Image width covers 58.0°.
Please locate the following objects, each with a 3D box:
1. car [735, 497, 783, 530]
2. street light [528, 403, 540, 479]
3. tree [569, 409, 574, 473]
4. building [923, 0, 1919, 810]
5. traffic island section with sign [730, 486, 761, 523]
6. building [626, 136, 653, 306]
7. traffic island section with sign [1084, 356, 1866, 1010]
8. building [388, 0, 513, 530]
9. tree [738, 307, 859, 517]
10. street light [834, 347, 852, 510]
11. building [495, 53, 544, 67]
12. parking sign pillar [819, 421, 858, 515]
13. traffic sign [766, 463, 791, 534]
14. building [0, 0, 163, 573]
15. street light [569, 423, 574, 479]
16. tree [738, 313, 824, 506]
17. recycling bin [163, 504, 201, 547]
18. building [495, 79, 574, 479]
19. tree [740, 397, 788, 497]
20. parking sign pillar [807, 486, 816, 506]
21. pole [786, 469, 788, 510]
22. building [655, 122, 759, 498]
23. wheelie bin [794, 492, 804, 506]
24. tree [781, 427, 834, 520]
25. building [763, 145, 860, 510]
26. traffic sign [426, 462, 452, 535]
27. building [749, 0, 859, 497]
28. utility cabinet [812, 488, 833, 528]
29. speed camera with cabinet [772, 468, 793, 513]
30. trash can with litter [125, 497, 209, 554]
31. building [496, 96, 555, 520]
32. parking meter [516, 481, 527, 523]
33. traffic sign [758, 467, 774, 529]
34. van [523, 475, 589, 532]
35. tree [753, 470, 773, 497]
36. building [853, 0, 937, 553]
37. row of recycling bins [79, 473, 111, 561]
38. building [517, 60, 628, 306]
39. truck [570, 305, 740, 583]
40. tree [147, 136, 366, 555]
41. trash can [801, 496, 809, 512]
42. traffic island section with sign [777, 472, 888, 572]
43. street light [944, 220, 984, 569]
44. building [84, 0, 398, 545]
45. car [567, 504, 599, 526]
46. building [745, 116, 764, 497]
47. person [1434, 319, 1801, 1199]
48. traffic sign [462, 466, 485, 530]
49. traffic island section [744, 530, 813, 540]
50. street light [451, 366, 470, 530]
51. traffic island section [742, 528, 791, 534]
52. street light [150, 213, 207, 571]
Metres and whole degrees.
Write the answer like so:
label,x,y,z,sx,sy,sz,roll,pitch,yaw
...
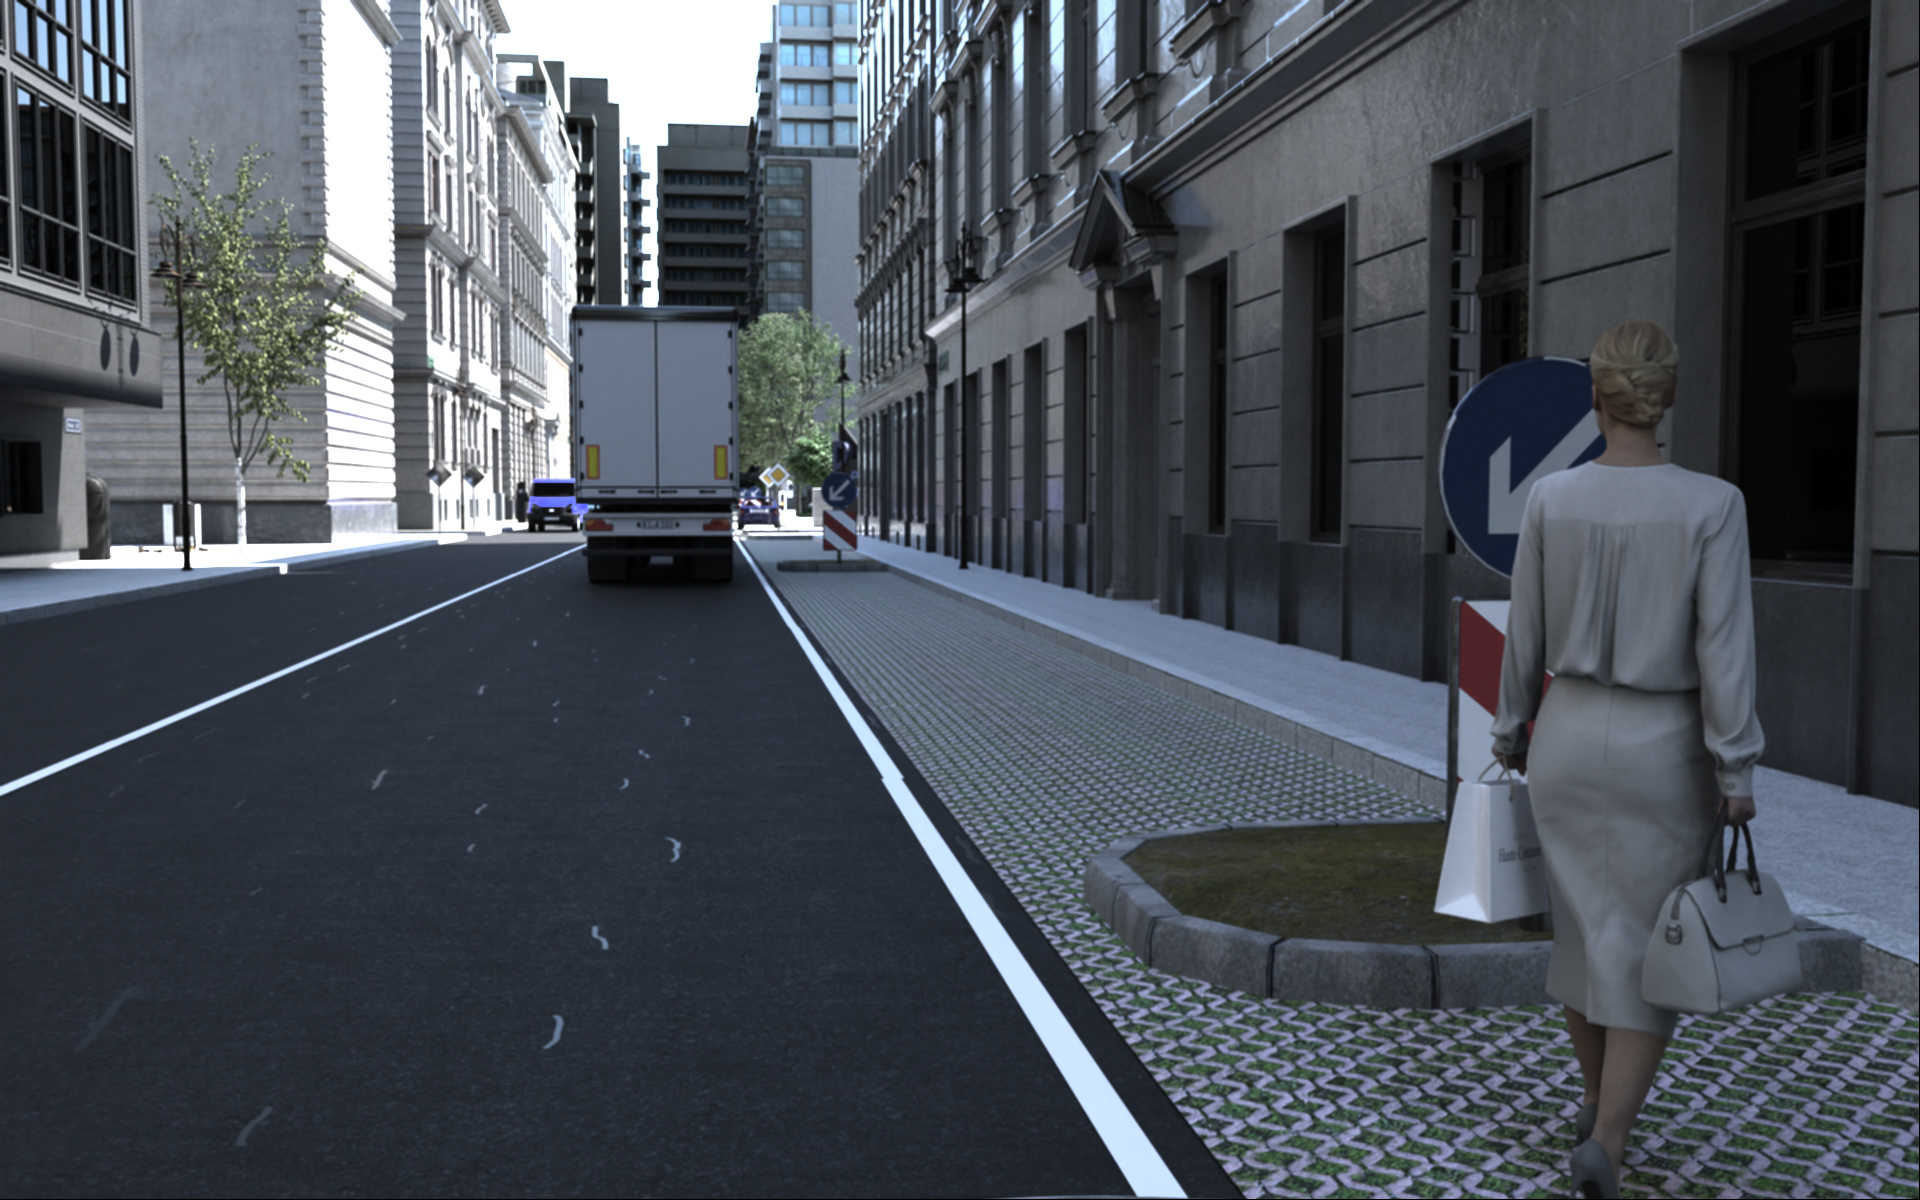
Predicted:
label,x,y,z,sx,sy,sz,roll,pitch,yaw
car,-8.103,-3.505,69.879,1.945,1.354,3.894,0,4,-7
street light,-21.558,-7.029,87.713,0.468,5.910,1.993,-1,4,-8
tree,-28.944,-11.171,133.009,4.360,8.622,3.978,0,3,0
building,10.383,-14.669,16.250,17.030,29.872,44.131,-1,4,-8
traffic island section with sign,-10.476,-4.820,87.433,1.989,1.847,2.006,-1,4,-8
building,-55.743,-37.184,227.558,30.456,49.044,23.786,-1,4,-8
traffic island section with sign,1.481,0.176,5.755,1.989,1.847,2.006,-1,4,-8
building,-26.634,-17.365,71.310,14.401,28.519,23.554,-1,4,-8
tree,-9.255,-10.493,97.313,9.928,11.665,9.643,0,3,0
street light,-3.692,-5.003,54.583,0.468,5.910,1.993,-1,4,-8
building,-46.777,-27.776,146.014,32.217,40.220,23.993,-1,4,-8
parking sign pillar,-4.174,-4.589,63.508,1.447,3.967,1.447,-2,4,-33
traffic sign,-5.781,-3.148,55.111,0.795,2.450,0.064,-1,4,-8
building,-19.559,-13.738,18.130,14.314,27.812,24.014,-1,4,-8
street light,-25.164,-8.537,112.368,0.468,5.910,1.993,-1,4,-8
tree,-11.982,-11.654,108.668,7.486,12.596,7.792,0,3,0
recycling bin,-19.067,-1.829,42.457,0.722,1.027,0.722,-1,4,-13
building,-32.608,-20.006,113.009,13.634,28.700,20.117,-1,4,-8
tree,-14.140,-10.802,126.982,4.737,8.622,4.395,0,3,0
parking sign pillar,-11.248,-8.963,135.024,1.447,3.967,1.447,1,4,21
pole,-13.837,-8.847,138.487,0.158,3.312,0.155,0,3,0
building,-29.230,-37.101,230.305,21.600,48.544,21.300,-1,4,-8
wheelie bin,-11.588,-7.142,124.679,0.693,1.594,0.980,-1,4,-12
tree,-7.040,-6.181,84.769,4.285,4.588,4.351,0,3,0
building,-9.703,-23.003,147.797,14.160,30.474,14.107,-1,4,-8
traffic sign,-16.119,-3.057,53.623,0.795,2.450,0.064,-1,4,-8
building,-8.716,-33.693,170.482,23.786,49.044,30.456,-1,4,-8
utility cabinet,-4.947,-3.452,65.115,1.173,1.500,0.318,-1,4,-15
speed camera with cabinet,-11.912,-7.449,116.134,0.660,3.252,2.038,1,4,20
trash can with litter,-17.446,-1.650,38.027,1.678,1.210,2.233,2,4,31
building,-28.254,-16.191,93.600,11.050,23.489,19.941,-1,4,-8
parking meter,-19.569,-4.378,77.285,0.399,1.863,0.255,0,4,-2
traffic sign,-6.938,-3.631,63.012,0.795,2.450,0.064,-1,4,-8
van,-15.499,-3.815,66.752,2.240,2.365,5.245,0,4,-8
tree,-15.825,-8.833,139.027,1.663,3.219,1.824,0,3,0
building,2.599,-12.092,46.857,9.793,20.994,18.267,-1,4,-8
row of recycling bins,-18.284,-1.633,33.811,3.534,1.692,1.069,1,4,9
building,-49.111,-35.119,197.901,21.600,48.544,21.300,-1,4,-8
truck,-5.380,-2.600,31.417,2.839,4.237,11.283,-1,4,-9
tree,-14.947,-5.255,36.274,4.737,8.622,4.395,0,3,0
trash can,-10.042,-6.095,111.299,0.748,1.137,0.748,0,3,0
traffic island section with sign,-2.420,-1.456,32.428,1.989,1.847,2.006,-1,4,-8
street light,0.065,-3.471,29.544,0.468,5.910,1.993,-1,4,-8
building,-25.945,-13.347,47.101,19.941,23.489,11.050,-1,4,-8
car,-16.770,-4.186,78.224,2.009,1.686,4.222,0,4,-7
building,-13.389,-33.347,199.851,22.147,44.769,28.867,-1,4,-8
person,1.293,0.328,3.495,0.624,1.780,0.694,-3,4,-39
traffic sign,-17.276,-3.540,61.525,0.795,2.450,0.064,-1,4,-8
traffic island section,-5.759,-2.013,55.191,2.009,0.180,2.903,-1,4,-8
street light,-17.949,-5.479,62.361,0.468,5.910,1.993,-1,4,-8
traffic island section,-6.916,-2.496,63.092,2.009,0.180,2.903,-1,4,-8
street light,-12.959,-3.430,28.865,0.468,5.910,1.993,-1,4,-8
